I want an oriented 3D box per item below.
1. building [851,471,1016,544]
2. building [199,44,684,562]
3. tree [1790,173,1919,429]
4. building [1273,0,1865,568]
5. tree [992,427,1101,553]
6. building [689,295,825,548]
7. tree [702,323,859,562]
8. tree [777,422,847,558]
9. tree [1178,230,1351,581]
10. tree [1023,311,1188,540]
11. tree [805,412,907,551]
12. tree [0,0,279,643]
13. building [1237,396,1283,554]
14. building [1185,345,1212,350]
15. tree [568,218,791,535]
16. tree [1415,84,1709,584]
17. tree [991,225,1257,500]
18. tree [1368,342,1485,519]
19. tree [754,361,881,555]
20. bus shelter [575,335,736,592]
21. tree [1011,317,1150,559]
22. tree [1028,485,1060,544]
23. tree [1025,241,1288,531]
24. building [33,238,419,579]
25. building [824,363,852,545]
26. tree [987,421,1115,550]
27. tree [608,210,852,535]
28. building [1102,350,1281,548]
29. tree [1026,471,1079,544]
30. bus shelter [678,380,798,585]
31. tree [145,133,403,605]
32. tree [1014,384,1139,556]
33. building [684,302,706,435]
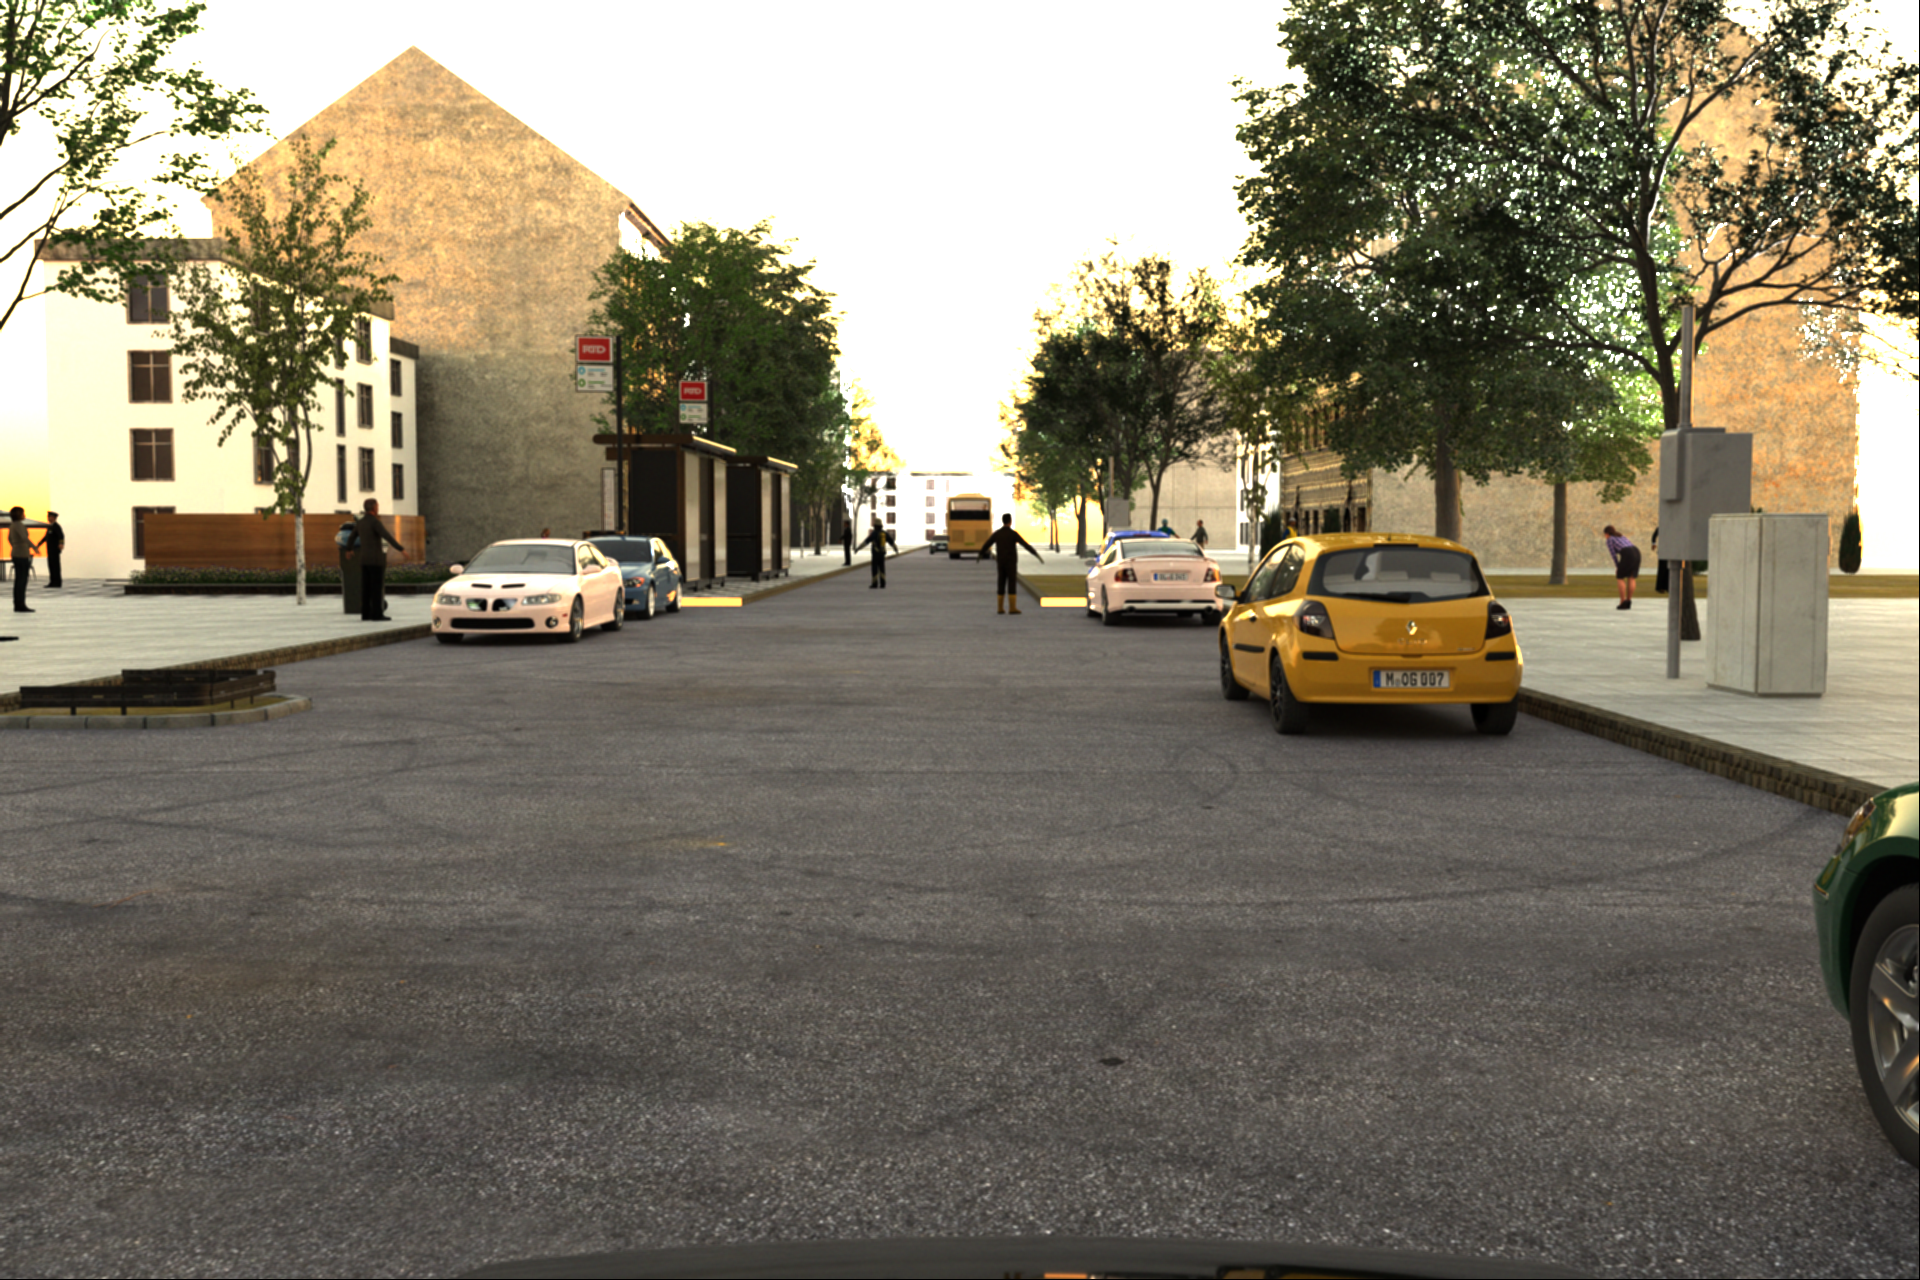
[{"bbox_3d":[-6.661,-17.473,230.289,28.070,9.664,9.099,0,4,-5],"label":"building"},{"bbox_3d":[-24.572,-15.684,87.366,19.493,23.208,18.063,0,4,0],"label":"building"},{"bbox_3d":[27.038,-8.205,44.527,12.009,13.543,11.850,0,3,0],"label":"tree"},{"bbox_3d":[24.731,-14.871,74.068,19.493,23.208,18.063,0,3,0],"label":"building"},{"bbox_3d":[6.444,-11.289,118.993,7.601,10.594,8.767,2,4,32],"label":"tree"},{"bbox_3d":[-28.092,-19.387,160.955,27.936,21.610,32.646,0,4,1],"label":"building"},{"bbox_3d":[-8.403,-9.465,80.506,9.928,11.665,9.643,0,3,0],"label":"tree"},{"bbox_3d":[-8.246,-8.705,92.691,4.737,8.622,4.395,0,3,0],"label":"tree"},{"bbox_3d":[7.507,-5.664,42.964,4.737,8.622,4.395,0,3,0],"label":"tree"},{"bbox_3d":[6.719,-9.446,80.195,9.928,11.665,9.643,0,3,0],"label":"tree"},{"bbox_3d":[-8.191,-12.150,133.066,8.767,10.594,7.601,0,4,1],"label":"tree"},{"bbox_3d":[-12.003,-5.791,20.445,9.928,11.665,9.643,0,3,0],"label":"tree"},{"bbox_3d":[23.291,-9.978,105.284,9.099,9.664,28.070,0,4,1],"label":"building"},{"bbox_3d":[26.927,-22.882,205.056,19.493,23.208,18.063,0,4,1],"label":"building"},{"bbox_3d":[-9.278,-8.025,56.967,9.928,11.665,9.643,0,3,0],"label":"tree"},{"bbox_3d":[15.252,-7.723,44.405,7.486,12.596,7.792,0,3,0],"label":"tree"},{"bbox_3d":[6.584,-9.679,68.623,12.009,13.543,11.850,0,3,0],"label":"tree"},{"bbox_3d":[14.490,-6.199,51.714,4.737,8.622,4.395,0,3,0],"label":"tree"},{"bbox_3d":[-8.643,-10.925,104.381,9.928,11.665,9.643,0,3,0],"label":"tree"},{"bbox_3d":[-6.603,-3.672,37.663,2.179,5.291,8.768,0,4,1],"label":"bus shelter"},{"bbox_3d":[6.086,-10.557,90.741,7.486,12.596,7.792,0,3,0],"label":"tree"},{"bbox_3d":[10.995,-16.794,224.947,4.737,8.622,4.395,0,3,0],"label":"tree"},{"bbox_3d":[6.223,-7.449,56.205,8.767,10.594,7.601,0,4,5],"label":"tree"},{"bbox_3d":[-25.161,-7.412,63.341,9.099,9.664,28.070,0,4,1],"label":"building"},{"bbox_3d":[-27.989,-22.043,204.380,27.936,21.610,32.646,0,4,1],"label":"building"},{"bbox_3d":[7.289,-13.897,137.582,12.009,13.543,11.850,0,3,0],"label":"tree"},{"bbox_3d":[-9.038,-9.850,67.696,9.857,13.997,8.962,0,3,0],"label":"tree"},{"bbox_3d":[23.911,-18.881,175.159,16.747,18.905,31.486,0,4,1],"label":"building"},{"bbox_3d":[12.578,-19.143,231.111,7.486,12.596,7.792,0,3,0],"label":"tree"},{"bbox_3d":[-6.137,-4.293,47.819,2.179,5.291,8.768,0,4,2],"label":"bus shelter"},{"bbox_3d":[-12.165,-4.936,31.067,4.737,8.622,4.395,0,3,0],"label":"tree"},{"bbox_3d":[7.093,-10.871,103.499,9.928,11.665,9.643,0,3,0],"label":"tree"},{"bbox_3d":[-27.285,-15.058,112.649,16.747,18.905,31.486,0,4,0],"label":"building"}]
